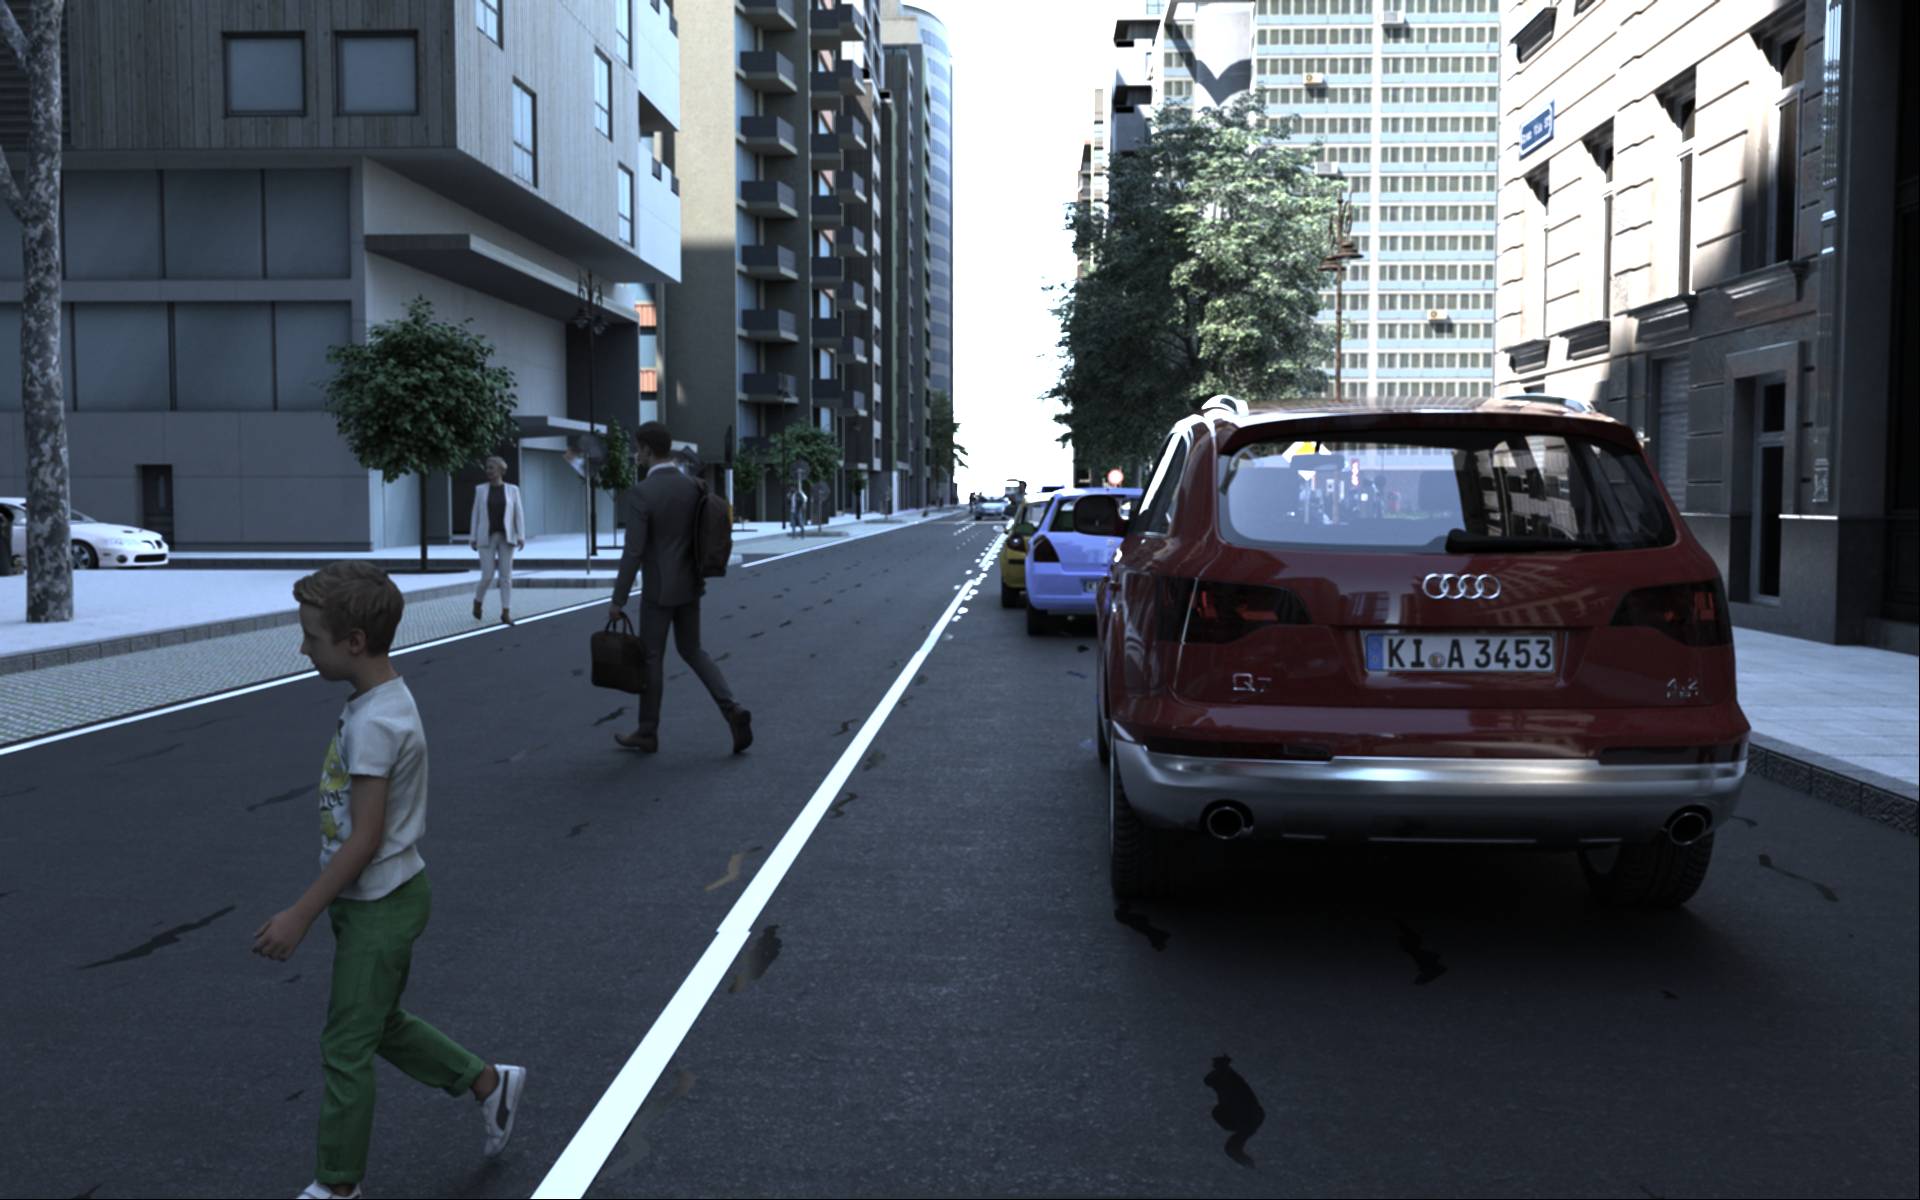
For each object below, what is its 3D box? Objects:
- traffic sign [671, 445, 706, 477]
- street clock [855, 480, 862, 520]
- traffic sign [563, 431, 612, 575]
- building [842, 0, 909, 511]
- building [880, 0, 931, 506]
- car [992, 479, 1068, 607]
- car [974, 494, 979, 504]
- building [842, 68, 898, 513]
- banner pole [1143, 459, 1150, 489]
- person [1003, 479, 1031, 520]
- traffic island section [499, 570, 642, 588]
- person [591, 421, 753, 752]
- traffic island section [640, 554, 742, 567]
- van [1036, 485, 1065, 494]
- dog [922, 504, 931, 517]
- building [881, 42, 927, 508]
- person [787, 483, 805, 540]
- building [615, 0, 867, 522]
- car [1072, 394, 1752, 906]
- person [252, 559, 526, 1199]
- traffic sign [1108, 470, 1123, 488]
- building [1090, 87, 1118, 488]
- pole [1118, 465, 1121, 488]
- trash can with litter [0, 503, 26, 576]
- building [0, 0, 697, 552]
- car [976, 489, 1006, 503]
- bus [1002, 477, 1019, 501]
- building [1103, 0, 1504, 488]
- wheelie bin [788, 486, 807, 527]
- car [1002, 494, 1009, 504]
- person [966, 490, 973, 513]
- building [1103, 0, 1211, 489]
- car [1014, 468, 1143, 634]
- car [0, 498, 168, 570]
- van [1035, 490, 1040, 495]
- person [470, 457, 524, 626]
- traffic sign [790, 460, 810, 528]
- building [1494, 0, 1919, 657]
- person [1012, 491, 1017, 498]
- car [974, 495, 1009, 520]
[{"bbox_3d":[-5.594,-1.950,35.523,0.795,2.450,0.064,0,4,2],"label":"traffic sign"},{"bbox_3d":[-5.097,-5.032,86.850,0.358,2.002,0.471,-1,4,-17],"label":"street clock"},{"bbox_3d":[-5.920,-1.462,27.544,0.795,2.450,0.064,0,4,2],"label":"traffic sign"},{"bbox_3d":[-14.551,-42.612,134.950,20.563,71.187,20.611,0,4,2],"label":"building"},{"bbox_3d":[-14.156,-33.460,170.780,21.300,48.544,21.600,0,4,2],"label":"building"},{"bbox_3d":[1.427,-0.802,23.336,2.015,1.641,3.980,0,4,3],"label":"car"},{"bbox_3d":[2.865,-13.879,237.147,2.015,1.641,3.980,0,4,4],"label":"car"},{"bbox_3d":[-11.806,-21.205,118.405,14.160,30.474,14.107,0,4,2],"label":"building"},{"bbox_3d":[11.703,-7.164,107.141,0.863,3.779,0.401,1,4,20],"label":"banner pole"},{"bbox_3d":[1.364,-2.002,41.589,0.716,1.782,0.532,1,4,18],"label":"person"},{"bbox_3d":[-5.944,-0.326,27.607,2.009,0.180,2.903,0,4,2],"label":"traffic island section"},{"bbox_3d":[-1.586,-0.065,9.528,0.822,1.834,0.622,2,4,29],"label":"person"},{"bbox_3d":[-5.618,-0.814,35.585,2.009,0.180,2.903,0,4,2],"label":"traffic island section"},{"bbox_3d":[6.404,-7.064,119.886,2.240,2.365,5.245,0,4,2],"label":"van"},{"bbox_3d":[-2.100,-5.483,106.490,0.513,0.831,0.800,-1,4,-16],"label":"dog"},{"bbox_3d":[-10.430,-28.711,153.027,14.154,41.232,14.086,0,4,2],"label":"building"},{"bbox_3d":[-5.158,-2.783,54.351,0.623,1.781,0.721,1,4,10],"label":"person"},{"bbox_3d":[-16.655,-26.683,90.894,22.147,44.769,28.867,0,4,2],"label":"building"},{"bbox_3d":[1.635,0.064,7.620,2.281,1.827,5.304,0,4,4],"label":"car"},{"bbox_3d":[-1.138,0.567,3.481,0.590,1.304,0.306,-3,5,-41],"label":"person"},{"bbox_3d":[8.112,-5.524,90.422,0.768,2.556,0.104,1,4,11],"label":"traffic sign"},{"bbox_3d":[20.390,-30.200,177.369,14.154,41.232,14.086,0,4,2],"label":"building"},{"bbox_3d":[9.852,-6.915,106.897,0.158,3.312,0.155,0,3,0],"label":"pole"},{"bbox_3d":[-15.139,-0.968,27.221,0.624,1.170,1.055,-1,4,-10],"label":"trash can with litter"},{"bbox_3d":[-23.573,-28.137,49.286,28.713,52.752,27.495,0,4,2],"label":"building"},{"bbox_3d":[2.301,-7.388,129.459,2.281,1.827,5.304,0,4,0],"label":"car"},{"bbox_3d":[7.869,-16.462,260.692,2.896,3.916,12.252,0,4,2],"label":"bus"},{"bbox_3d":[27.145,-26.822,130.423,32.217,40.220,23.993,0,4,2],"label":"building"},{"bbox_3d":[-6.390,-3.674,67.978,0.693,1.594,0.980,0,4,4],"label":"wheelie bin"},{"bbox_3d":[4.887,-11.994,208.103,2.014,1.417,4.499,0,4,0],"label":"car"},{"bbox_3d":[0.755,-7.669,134.337,0.568,1.767,0.683,-2,4,-23],"label":"person"},{"bbox_3d":[26.882,-34.653,155.807,28.713,52.752,27.495,0,4,2],"label":"building"},{"bbox_3d":[1.556,-0.572,18.952,1.945,1.707,3.694,0,4,2],"label":"car"},{"bbox_3d":[-16.682,-1.138,30.973,4.827,1.381,2.083,0,4,4],"label":"car"},{"bbox_3d":[8.784,-10.912,185.422,2.013,2.044,4.112,0,4,4],"label":"van"},{"bbox_3d":[-5.118,-0.653,19.062,0.514,1.842,0.818,-3,4,-36],"label":"person"},{"bbox_3d":[-6.072,-4.007,65.626,0.768,2.556,0.104,0,4,4],"label":"traffic sign"},{"bbox_3d":[13.008,-13.180,12.755,12.463,27.353,25.104,0,4,2],"label":"building"},{"bbox_3d":[7.243,-12.953,220.419,1.348,1.807,0.705,-2,4,-24],"label":"person"},{"bbox_3d":[1.792,-5.224,97.412,2.014,1.417,4.499,0,4,4],"label":"car"}]
